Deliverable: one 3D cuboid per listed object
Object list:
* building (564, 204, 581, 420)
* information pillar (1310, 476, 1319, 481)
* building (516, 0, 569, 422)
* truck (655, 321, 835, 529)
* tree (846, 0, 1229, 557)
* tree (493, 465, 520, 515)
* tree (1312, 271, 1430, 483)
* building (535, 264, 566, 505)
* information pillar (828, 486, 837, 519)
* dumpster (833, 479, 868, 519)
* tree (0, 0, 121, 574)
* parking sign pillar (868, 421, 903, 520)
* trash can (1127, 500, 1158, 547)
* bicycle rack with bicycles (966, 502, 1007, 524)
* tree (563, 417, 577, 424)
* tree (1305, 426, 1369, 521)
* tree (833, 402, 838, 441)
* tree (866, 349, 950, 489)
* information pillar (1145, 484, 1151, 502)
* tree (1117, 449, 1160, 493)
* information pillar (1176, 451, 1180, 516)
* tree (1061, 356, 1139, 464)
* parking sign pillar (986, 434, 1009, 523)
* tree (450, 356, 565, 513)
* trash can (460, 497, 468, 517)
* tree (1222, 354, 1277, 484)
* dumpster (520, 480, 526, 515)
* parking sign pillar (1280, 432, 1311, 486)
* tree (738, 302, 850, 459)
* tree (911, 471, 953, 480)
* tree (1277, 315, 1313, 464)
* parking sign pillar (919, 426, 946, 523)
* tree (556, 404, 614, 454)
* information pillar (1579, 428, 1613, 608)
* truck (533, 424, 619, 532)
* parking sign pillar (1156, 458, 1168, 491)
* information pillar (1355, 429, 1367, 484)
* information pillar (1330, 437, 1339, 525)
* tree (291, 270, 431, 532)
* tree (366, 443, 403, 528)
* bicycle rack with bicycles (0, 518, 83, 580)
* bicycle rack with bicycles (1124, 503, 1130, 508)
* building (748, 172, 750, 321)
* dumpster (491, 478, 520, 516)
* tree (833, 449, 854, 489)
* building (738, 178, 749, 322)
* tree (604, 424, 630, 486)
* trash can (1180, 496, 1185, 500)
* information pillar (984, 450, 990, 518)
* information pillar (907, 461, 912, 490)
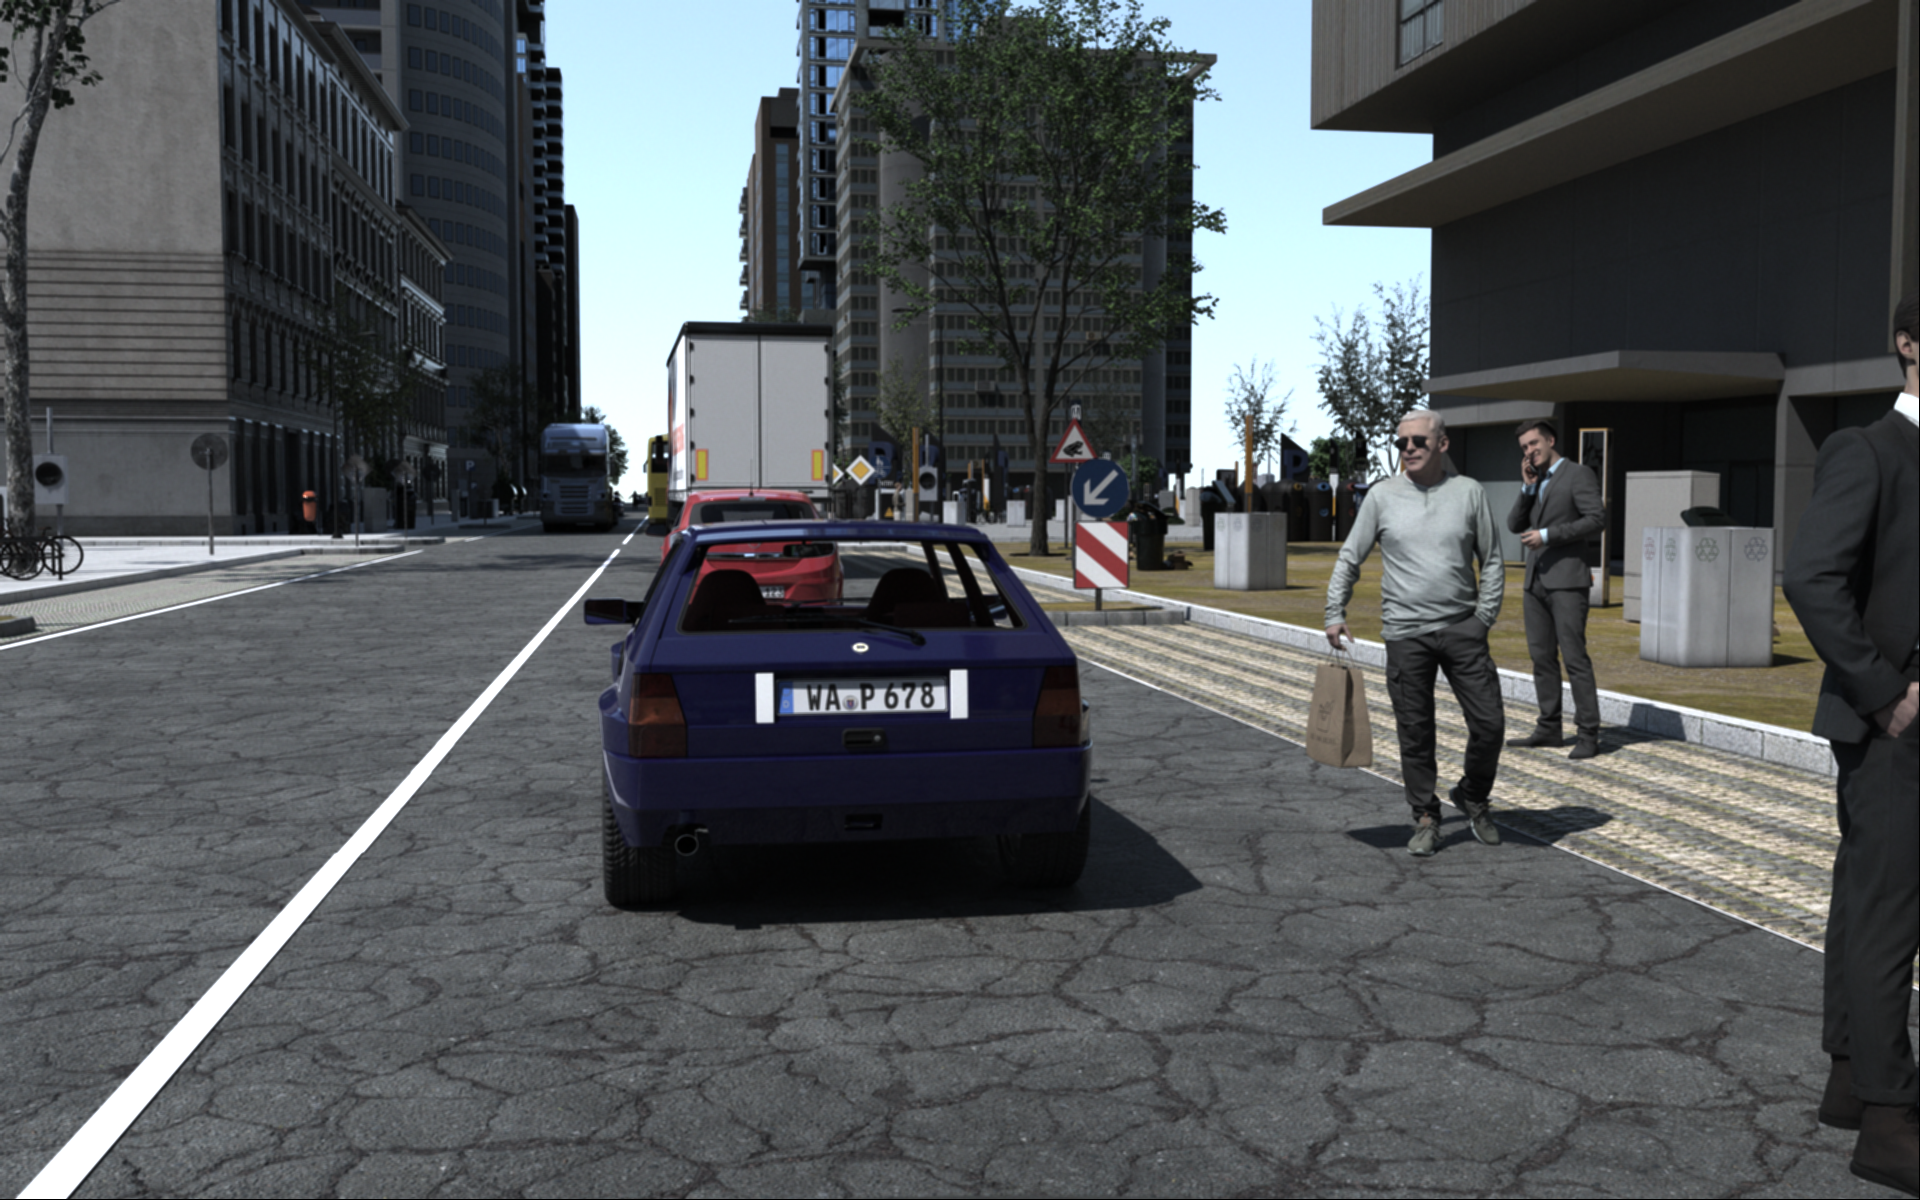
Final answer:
[{"bbox_3d":[-64.138,-37.234,258.884,14.600,45.320,14.200,-1,4,-10],"label":"building"},{"bbox_3d":[14.808,-4.155,72.426,0.304,2.012,0.304,-1,4,-15],"label":"information pillar"},{"bbox_3d":[-63.695,-56.401,234.826,22.319,86.520,31.000,-1,4,-10],"label":"building"},{"bbox_3d":[-4.385,-2.745,33.802,2.839,4.237,11.283,-1,4,-11],"label":"truck"},{"bbox_3d":[1.569,-6.702,35.341,9.928,11.665,9.643,0,3,0],"label":"tree"},{"bbox_3d":[-27.693,-6.736,104.742,1.663,3.219,1.824,0,3,0],"label":"tree"},{"bbox_3d":[14.414,-6.576,57.887,4.360,8.622,3.978,0,3,0],"label":"tree"},{"bbox_3d":[-56.370,-27.058,214.098,14.160,30.474,14.107,-1,4,-10],"label":"building"},{"bbox_3d":[-5.681,-4.454,77.316,0.304,2.012,0.304,3,4,38],"label":"information pillar"},{"bbox_3d":[-4.141,-3.699,66.235,1.264,1.857,1.865,-1,4,-10],"label":"dumpster"},{"bbox_3d":[-16.542,-10.527,28.007,12.611,20.169,13.585,0,3,0],"label":"tree"},{"bbox_3d":[-2.765,-4.613,63.889,1.447,3.967,1.447,2,4,33],"label":"parking sign pillar"},{"bbox_3d":[4.454,-1.875,42.315,0.748,1.137,0.748,0,3,0],"label":"trash can"},{"bbox_3d":[1.048,-3.749,74.682,2.852,0.926,2.925,-1,4,-21],"label":"bicycle rack with bicycles"},{"bbox_3d":[-37.815,-13.271,167.335,4.360,8.622,3.978,0,3,0],"label":"tree"},{"bbox_3d":[18.140,-6.139,84.094,4.285,4.588,4.351,0,3,0],"label":"tree"},{"bbox_3d":[-9.649,-9.448,104.843,4.360,8.622,3.978,0,3,0],"label":"tree"},{"bbox_3d":[-2.736,-8.480,89.013,4.737,8.622,4.395,0,3,0],"label":"tree"},{"bbox_3d":[13.026,-7.084,120.312,0.304,2.012,0.304,-3,5,-43],"label":"information pillar"},{"bbox_3d":[12.764,-8.641,124.997,4.285,4.588,4.351,0,3,0],"label":"tree"},{"bbox_3d":[11.858,-6.288,94.158,0.183,3.616,0.504,-1,4,-12],"label":"information pillar"},{"bbox_3d":[7.649,-8.639,91.613,4.360,8.622,3.978,0,3,0],"label":"tree"},{"bbox_3d":[1.859,-5.498,78.357,1.447,3.967,1.447,1,4,15],"label":"parking sign pillar"},{"bbox_3d":[-30.210,-11.111,116.085,8.767,10.594,7.601,1,4,14],"label":"tree"},{"bbox_3d":[-27.476,-5.130,95.530,0.748,1.137,0.748,0,3,0],"label":"trash can"},{"bbox_3d":[15.687,-8.653,91.836,4.360,8.622,3.978,0,3,0],"label":"tree"},{"bbox_3d":[-28.061,-6.497,108.725,1.502,2.255,1.985,-1,4,-10],"label":"dumpster"},{"bbox_3d":[14.706,-5.349,75.922,1.447,3.967,1.447,-1,4,-19],"label":"parking sign pillar"},{"bbox_3d":[-11.455,-12.710,114.463,9.857,13.997,8.962,0,3,0],"label":"tree"},{"bbox_3d":[-1.431,-5.043,77.053,1.663,3.219,1.824,0,3,0],"label":"tree"},{"bbox_3d":[15.129,-7.076,66.057,4.360,8.622,3.978,0,3,0],"label":"tree"},{"bbox_3d":[-1.121,-4.887,68.369,1.447,3.967,1.447,-3,5,-40],"label":"parking sign pillar"},{"bbox_3d":[-43.337,-16.677,198.424,9.928,11.665,9.643,0,3,0],"label":"tree"},{"bbox_3d":[7.167,-0.922,19.565,0.304,2.012,0.304,2,4,32],"label":"information pillar"},{"bbox_3d":[-15.640,-5.032,72.027,2.967,4.110,18.799,-1,4,-10],"label":"truck"},{"bbox_3d":[15.224,-8.678,130.357,1.447,3.967,1.447,2,4,32],"label":"parking sign pillar"},{"bbox_3d":[14.446,-4.352,62.506,0.504,3.616,0.183,-2,4,-26],"label":"information pillar"},{"bbox_3d":[15.427,-4.898,71.442,0.183,3.616,0.504,-2,4,-30],"label":"information pillar"},{"bbox_3d":[-19.960,-6.579,57.927,4.737,8.622,4.395,0,3,0],"label":"tree"},{"bbox_3d":[-21.886,-4.339,65.551,1.663,3.219,1.824,0,3,0],"label":"tree"},{"bbox_3d":[-14.780,-0.776,26.071,2.925,0.926,2.852,-2,4,-29],"label":"bicycle rack with bicycles"},{"bbox_3d":[10.269,-6.514,119.888,2.852,0.926,2.925,-1,4,-23],"label":"bicycle rack with bicycles"},{"bbox_3d":[-19.936,-35.066,223.441,14.600,45.320,14.200,-1,4,-10],"label":"building"},{"bbox_3d":[-26.851,-6.070,101.732,1.502,2.255,1.985,-1,4,-10],"label":"dumpster"},{"bbox_3d":[-4.840,-4.652,70.668,1.663,3.219,1.824,0,3,0],"label":"tree"},{"bbox_3d":[-19.917,-38.329,246.287,23.786,49.044,30.456,-1,4,-10],"label":"building"},{"bbox_3d":[-56.606,-22.039,278.462,7.486,12.596,7.792,0,3,0],"label":"tree"},{"bbox_3d":[13.416,-5.648,104.000,0.748,1.137,0.748,0,3,0],"label":"trash can"},{"bbox_3d":[1.447,-6.232,93.249,0.183,3.616,0.504,-2,4,-29],"label":"information pillar"},{"bbox_3d":[-3.464,-7.804,118.957,0.183,3.616,0.504,2,4,28],"label":"information pillar"}]
